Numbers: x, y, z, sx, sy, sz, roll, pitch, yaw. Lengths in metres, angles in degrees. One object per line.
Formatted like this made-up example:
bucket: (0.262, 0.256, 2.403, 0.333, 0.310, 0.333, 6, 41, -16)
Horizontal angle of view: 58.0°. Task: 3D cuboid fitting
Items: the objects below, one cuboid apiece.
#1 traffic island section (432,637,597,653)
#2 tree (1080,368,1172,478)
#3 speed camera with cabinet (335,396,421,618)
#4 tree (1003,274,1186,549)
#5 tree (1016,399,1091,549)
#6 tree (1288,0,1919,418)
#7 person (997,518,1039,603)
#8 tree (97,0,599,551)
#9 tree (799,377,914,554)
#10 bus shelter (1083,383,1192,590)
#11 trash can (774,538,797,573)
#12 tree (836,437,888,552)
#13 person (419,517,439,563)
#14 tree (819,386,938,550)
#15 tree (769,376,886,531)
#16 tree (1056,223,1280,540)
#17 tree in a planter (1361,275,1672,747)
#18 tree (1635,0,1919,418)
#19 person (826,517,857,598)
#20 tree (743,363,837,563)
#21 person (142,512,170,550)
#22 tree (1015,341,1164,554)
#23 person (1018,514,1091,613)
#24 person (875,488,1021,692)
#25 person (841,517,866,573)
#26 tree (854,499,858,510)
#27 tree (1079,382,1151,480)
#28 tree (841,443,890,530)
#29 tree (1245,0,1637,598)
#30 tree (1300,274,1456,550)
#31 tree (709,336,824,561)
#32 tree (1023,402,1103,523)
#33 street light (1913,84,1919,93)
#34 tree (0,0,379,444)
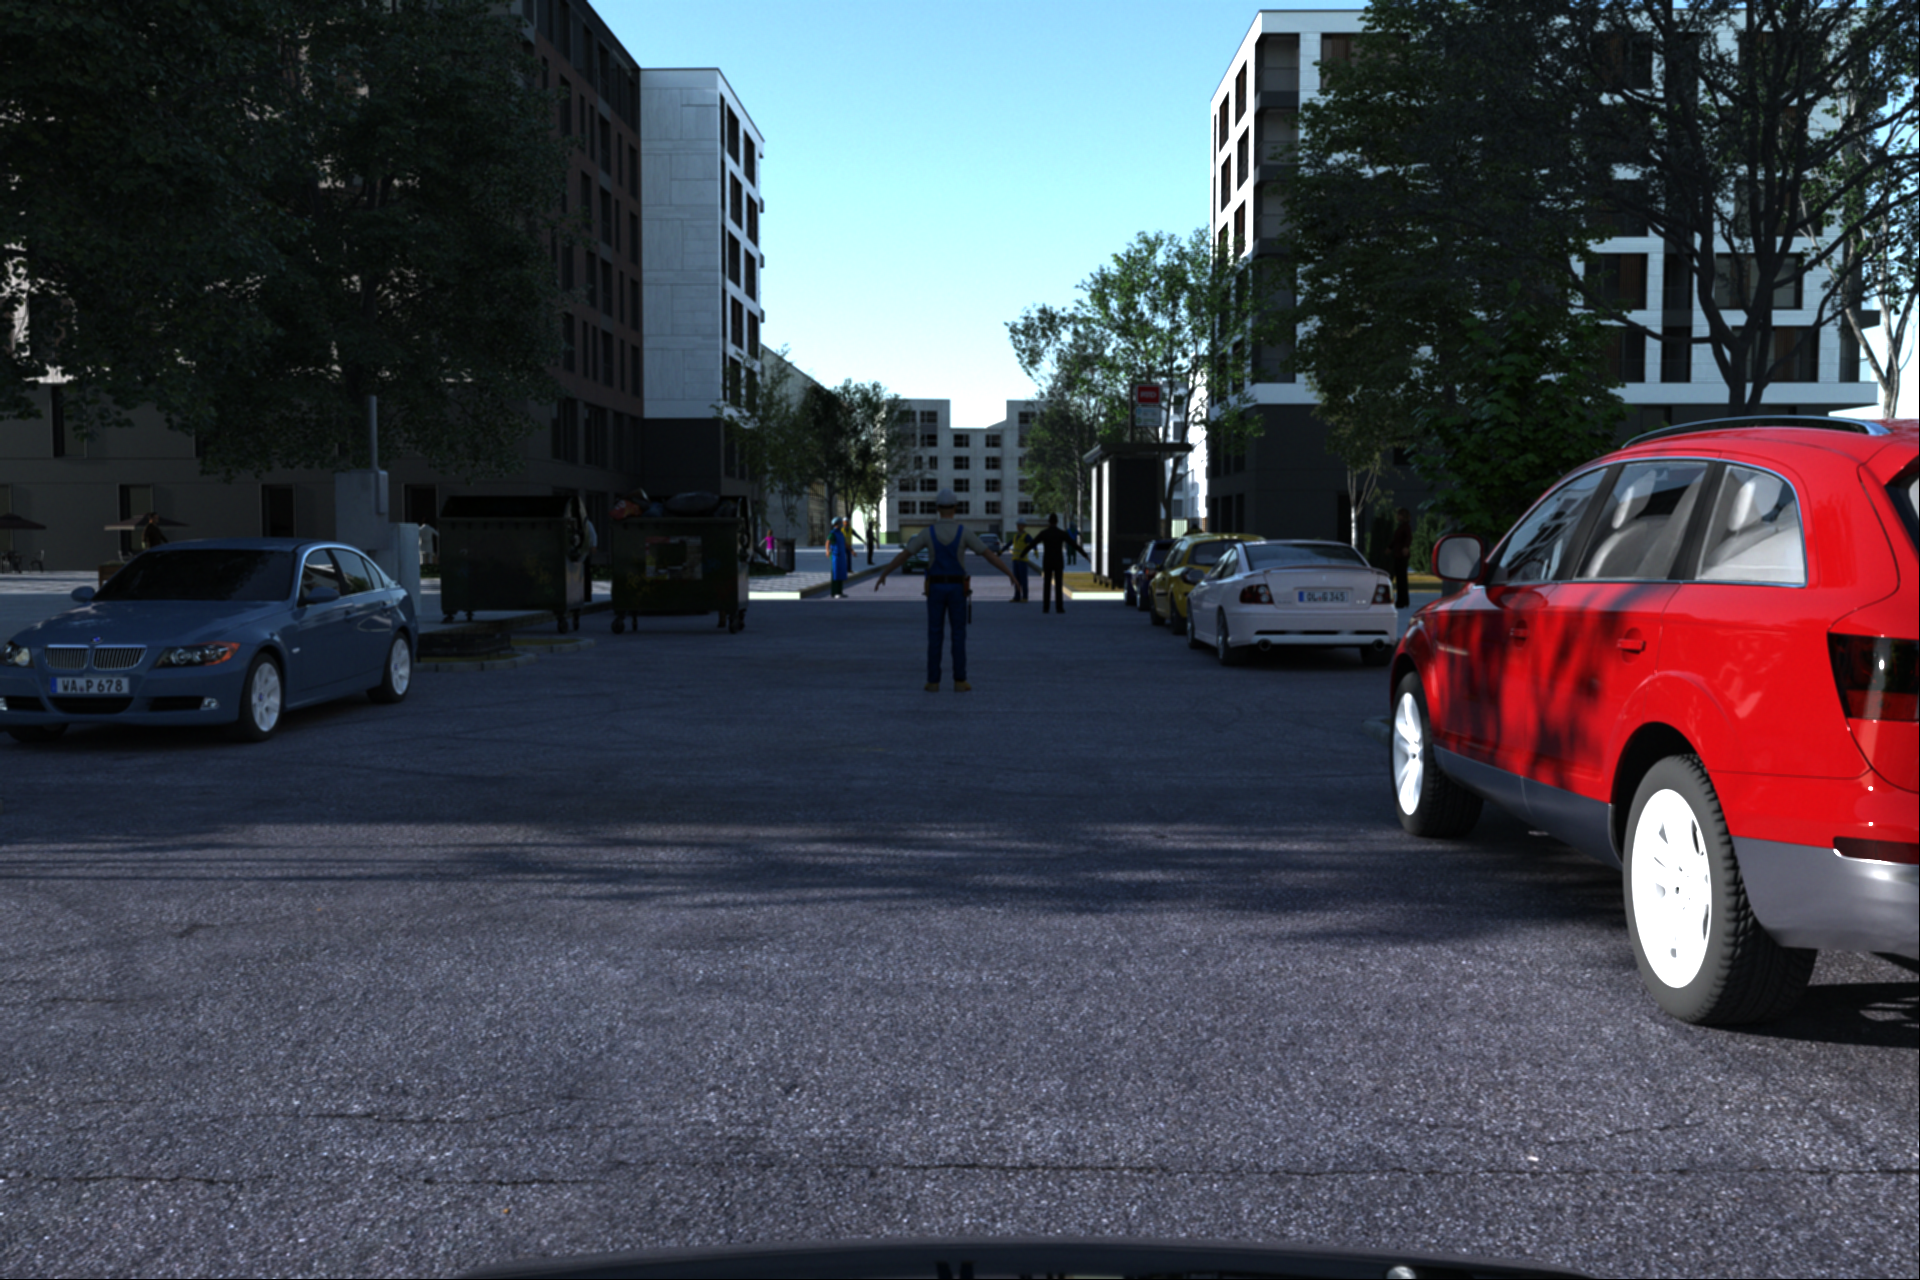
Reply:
traffic island section: (-5.650, 0.071, 21.700, 1.991, 0.108, 1.994, 0, 4, 1)
tree: (8.005, -7.700, 76.252, 4.360, 8.622, 3.978, 0, 3, 0)
speed camera with cabinet: (-8.582, -1.909, 25.547, 0.660, 3.252, 2.038, 0, 4, 1)
tree: (9.839, -16.465, 125.093, 12.611, 20.169, 13.585, 0, 3, 0)
tree: (8.420, -13.848, 144.547, 7.486, 12.596, 7.792, 0, 3, 0)
tree: (9.849, -6.808, 21.681, 12.009, 13.543, 11.850, 0, 3, 0)
person: (1.217, -1.676, 36.325, 0.721, 1.772, 1.216, -3, 5, -43)
tree: (-11.748, -7.763, 33.575, 9.857, 13.997, 8.962, 0, 3, 0)
tree: (-7.201, -11.473, 113.343, 9.928, 11.665, 9.643, 0, 3, 0)
bus shelter: (4.301, -4.053, 43.897, 2.179, 5.291, 8.768, 0, 4, 0)
trash can: (-5.786, -2.806, 57.523, 0.748, 1.137, 0.748, 0, 3, 0)
tree: (-7.005, -10.791, 126.801, 4.737, 8.622, 4.395, 0, 3, 0)
person: (-16.895, -2.974, 54.806, 1.347, 1.806, 0.705, -1, 4, -20)
tree: (-6.914, -14.257, 143.474, 12.009, 13.543, 11.850, 0, 3, 0)
tree: (-7.832, -10.303, 102.868, 7.601, 10.594, 8.767, 0, 4, 6)
tree: (7.083, -8.138, 58.817, 9.928, 11.665, 9.643, 0, 3, 0)
tree in a planter: (3.882, -0.904, 12.005, 1.991, 3.239, 1.994, 0, 4, 1)
tree: (25.399, -11.878, 50.090, 12.611, 20.169, 13.585, 0, 3, 0)
person: (-2.726, -1.864, 39.053, 0.704, 1.817, 1.347, 2, 4, 23)
tree: (-7.728, -7.638, 75.237, 4.360, 8.622, 3.978, 0, 3, 0)
person: (-19.764, -2.227, 42.542, 0.704, 1.812, 1.346, 0, 4, 2)
tree: (8.414, -12.183, 109.563, 12.009, 13.543, 11.850, 0, 3, 0)
person: (1.700, -1.395, 31.494, 1.346, 1.802, 0.704, 1, 4, 11)
person: (-0.118, -0.459, 15.819, 1.347, 1.847, 0.705, 0, 4, 3)
person: (-3.750, -3.131, 57.155, 1.349, 1.833, 0.705, -2, 4, -24)
tree: (-15.382, -17.223, 231.953, 4.737, 8.622, 4.395, 0, 3, 0)
tree: (8.020, -8.118, 83.093, 4.360, 8.622, 3.978, 0, 3, 0)
tree: (-7.243, -11.259, 134.448, 4.737, 8.622, 4.395, 0, 3, 0)
tree: (9.312, -7.080, 33.887, 7.486, 12.596, 7.792, 0, 3, 0)
tree: (10.687, -5.938, 47.444, 4.360, 8.622, 3.978, 0, 3, 0)
tree: (-7.393, -7.038, 65.439, 4.737, 8.622, 4.395, 0, 3, 0)
tree: (8.720, -12.886, 136.440, 9.928, 11.665, 9.643, 0, 3, 0)
street light: (7.766, -2.463, 13.056, 0.468, 5.910, 1.993, 0, 4, 1)
tree: (-11.225, -6.818, 18.129, 9.857, 13.997, 8.962, 0, 3, 0)
